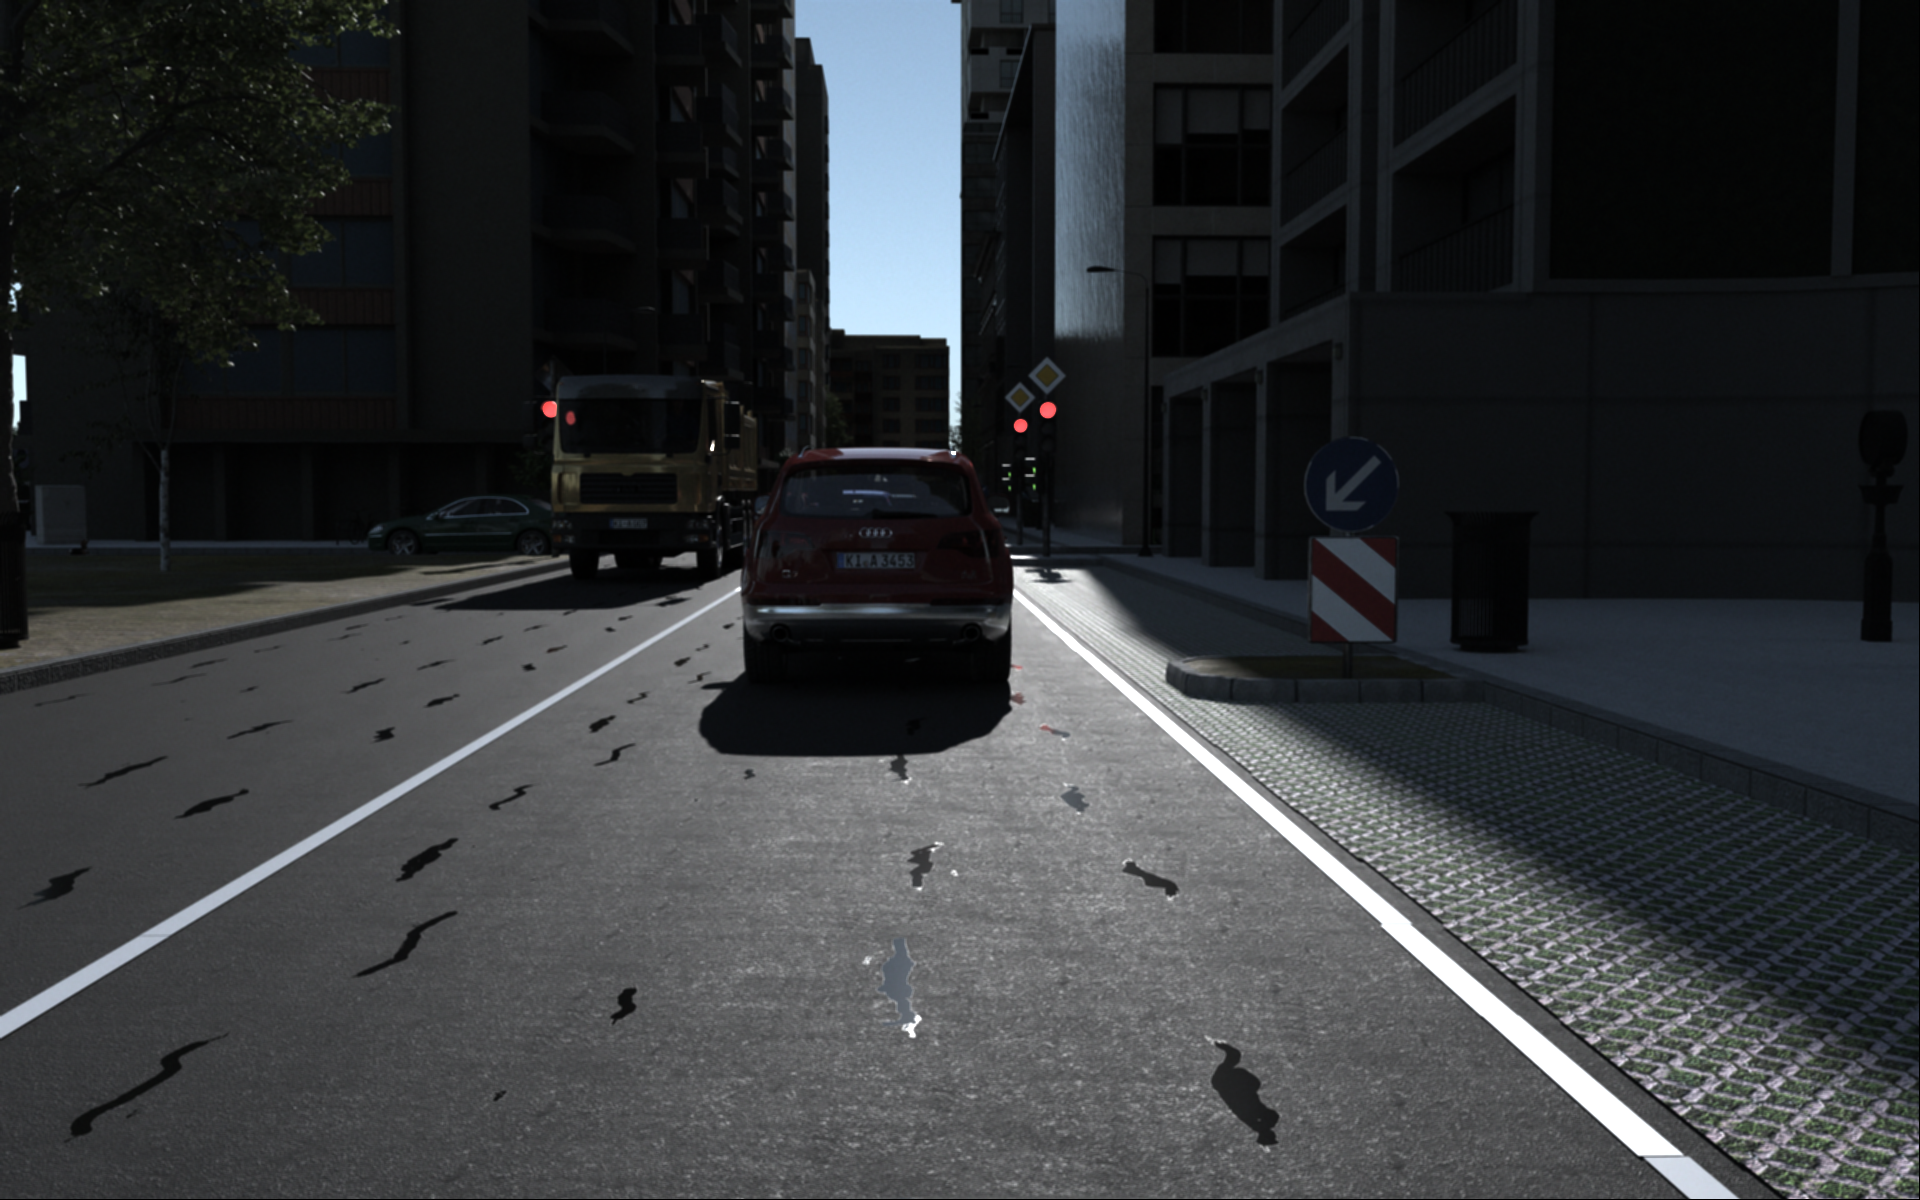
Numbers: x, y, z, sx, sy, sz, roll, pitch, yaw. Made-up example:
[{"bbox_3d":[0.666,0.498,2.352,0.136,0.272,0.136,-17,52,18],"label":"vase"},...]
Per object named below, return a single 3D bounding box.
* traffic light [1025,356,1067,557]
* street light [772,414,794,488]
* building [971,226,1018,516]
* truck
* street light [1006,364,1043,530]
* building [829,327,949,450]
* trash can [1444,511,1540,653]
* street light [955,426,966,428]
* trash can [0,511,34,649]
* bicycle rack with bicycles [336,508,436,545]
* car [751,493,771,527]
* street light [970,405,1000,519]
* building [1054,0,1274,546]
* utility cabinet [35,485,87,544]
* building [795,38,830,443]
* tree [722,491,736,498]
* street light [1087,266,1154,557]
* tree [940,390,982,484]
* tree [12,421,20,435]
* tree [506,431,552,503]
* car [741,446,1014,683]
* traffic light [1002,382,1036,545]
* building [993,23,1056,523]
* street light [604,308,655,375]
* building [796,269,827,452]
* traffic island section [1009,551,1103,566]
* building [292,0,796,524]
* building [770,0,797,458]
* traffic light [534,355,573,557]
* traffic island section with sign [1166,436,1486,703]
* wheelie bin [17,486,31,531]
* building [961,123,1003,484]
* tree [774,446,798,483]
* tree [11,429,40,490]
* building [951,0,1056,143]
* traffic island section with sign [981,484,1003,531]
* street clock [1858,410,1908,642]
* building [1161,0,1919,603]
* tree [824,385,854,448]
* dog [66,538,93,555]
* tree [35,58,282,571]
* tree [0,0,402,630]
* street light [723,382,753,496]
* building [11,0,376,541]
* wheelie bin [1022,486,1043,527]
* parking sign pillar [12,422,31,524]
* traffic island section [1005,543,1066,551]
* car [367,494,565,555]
[{"bbox_3d":[1.754,-2.845,35.430,0.839,4.253,0.868,0,4,-2],"label":"traffic light"},{"bbox_3d":[-10.315,-7.834,100.625,1.470,5.913,1.316,0,4,-2],"label":"street light"},{"bbox_3d":[6.380,-14.958,109.191,10.561,19.102,19.286,0,4,-2],"label":"building"},{"bbox_3d":[-5.352,-2.164,31.304,3.469,3.379,9.791,0,4,-2],"label":"truck"},{"bbox_3d":[2.346,-5.481,62.151,1.470,5.913,1.316,0,4,-2],"label":"street light"},{"bbox_3d":[-16.151,-22.659,215.507,28.899,21.520,27.650,0,4,-2],"label":"building"},{"bbox_3d":[4.335,-0.153,14.163,0.748,1.137,0.748,0,3,0],"label":"trash can"},{"bbox_3d":[0.365,-8.926,118.480,1.470,5.913,1.316,0,4,-2],"label":"street light"},{"bbox_3d":[-8.145,-0.173,14.479,0.748,1.137,0.748,0,3,0],"label":"trash can"},{"bbox_3d":[-14.655,-1.911,44.632,2.852,0.926,2.925,0,4,2],"label":"bicycle rack with bicycles"},{"bbox_3d":[-5.542,-2.802,54.846,2.155,1.783,4.494,0,4,0],"label":"car"},{"bbox_3d":[1.344,-7.203,90.311,1.470,5.913,1.316,0,4,-2],"label":"street light"},{"bbox_3d":[20.706,-15.167,52.494,34.151,26.468,19.350,0,4,-2],"label":"building"},{"bbox_3d":[-22.848,-2.162,44.034,0.318,1.500,1.173,2,4,28],"label":"utility cabinet"},{"bbox_3d":[-24.709,-34.139,181.874,21.600,48.544,21.300,0,4,-2],"label":"building"},{"bbox_3d":[-10.646,-5.230,80.109,1.663,3.219,1.824,0,3,0],"label":"tree"},{"bbox_3d":[3.278,-3.849,35.469,1.470,5.913,1.316,0,4,-2],"label":"street light"},{"bbox_3d":[1.634,-10.792,126.808,4.737,8.622,4.395,0,3,0],"label":"tree"},{"bbox_3d":[-40.784,-5.608,75.410,4.285,4.588,4.351,0,3,0],"label":"tree"},{"bbox_3d":[-9.948,-2.895,41.935,1.663,3.219,1.824,0,3,0],"label":"tree"},{"bbox_3d":[-0.669,-0.369,14.704,2.281,1.827,5.304,0,4,-2],"label":"car"},{"bbox_3d":[1.480,-3.333,43.410,0.839,4.253,0.868,0,4,-2],"label":"traffic light"},{"bbox_3d":[9.515,-16.234,84.488,14.314,24.678,30.058,0,4,-2],"label":"building"},{"bbox_3d":[-8.298,-4.326,43.275,1.470,5.913,1.316,0,4,-2],"label":"street light"},{"bbox_3d":[-25.830,-18.479,147.178,27.650,21.520,28.899,0,4,-2],"label":"building"},{"bbox_3d":[1.795,-0.811,35.545,2.009,0.180,2.903,0,4,-2],"label":"traffic island section"},{"bbox_3d":[-20.789,-27.028,96.526,22.147,44.769,28.867,0,4,-2],"label":"building"},{"bbox_3d":[-19.173,-29.042,124.954,14.600,45.320,14.200,0,4,-2],"label":"building"},{"bbox_3d":[-8.201,-2.823,35.074,0.839,4.253,0.868,0,4,-2],"label":"traffic light"},{"bbox_3d":[2.576,-0.252,12.746,1.989,1.847,2.006,0,4,-2],"label":"traffic island section with sign"},{"bbox_3d":[-32.958,-3.222,60.587,0.980,1.594,0.693,-3,5,-43],"label":"wheelie bin"},{"bbox_3d":[7.039,-22.410,138.111,14.160,30.474,14.107,0,4,-2],"label":"building"},{"bbox_3d":[-11.777,-8.146,116.902,4.285,4.588,4.351,0,3,0],"label":"tree"},{"bbox_3d":[-24.353,-2.991,43.508,1.663,3.219,1.824,0,3,0],"label":"tree"},{"bbox_3d":[13.936,-34.857,159.151,28.713,52.752,27.495,0,4,-2],"label":"building"},{"bbox_3d":[0.673,-3.655,68.395,1.989,1.847,2.006,0,4,-2],"label":"traffic island section with sign"},{"bbox_3d":[7.999,-0.642,15.061,0.358,2.002,0.471,0,4,6],"label":"street clock"},{"bbox_3d":[14.740,-35.815,23.821,20.563,71.187,20.611,0,4,-2],"label":"building"},{"bbox_3d":[-13.959,-15.267,167.740,7.486,12.596,7.792,0,3,0],"label":"tree"},{"bbox_3d":[-20.338,-1.214,40.045,0.550,0.427,0.748,-3,5,-43],"label":"dog"},{"bbox_3d":[-13.391,-4.805,28.932,4.360,8.622,3.978,0,3,0],"label":"tree"},{"bbox_3d":[-8.930,-6.017,16.502,7.486,12.596,7.792,0,3,0],"label":"tree"},{"bbox_3d":[-9.308,-6.092,72.151,1.470,5.913,1.316,0,4,-2],"label":"street light"},{"bbox_3d":[-19.261,-24.735,59.043,22.147,44.769,28.867,0,4,-2],"label":"building"},{"bbox_3d":[2.745,-3.593,66.657,0.980,1.594,0.693,-2,4,-32],"label":"wheelie bin"},{"bbox_3d":[-34.477,-4.630,64.165,1.447,3.967,1.447,2,4,27],"label":"parking sign pillar"},{"bbox_3d":[1.521,-1.299,43.526,2.009,0.180,2.903,0,4,-2],"label":"traffic island section"},{"bbox_3d":[-10.673,-1.634,38.518,4.920,1.459,2.131,0,4,-1],"label":"car"}]
